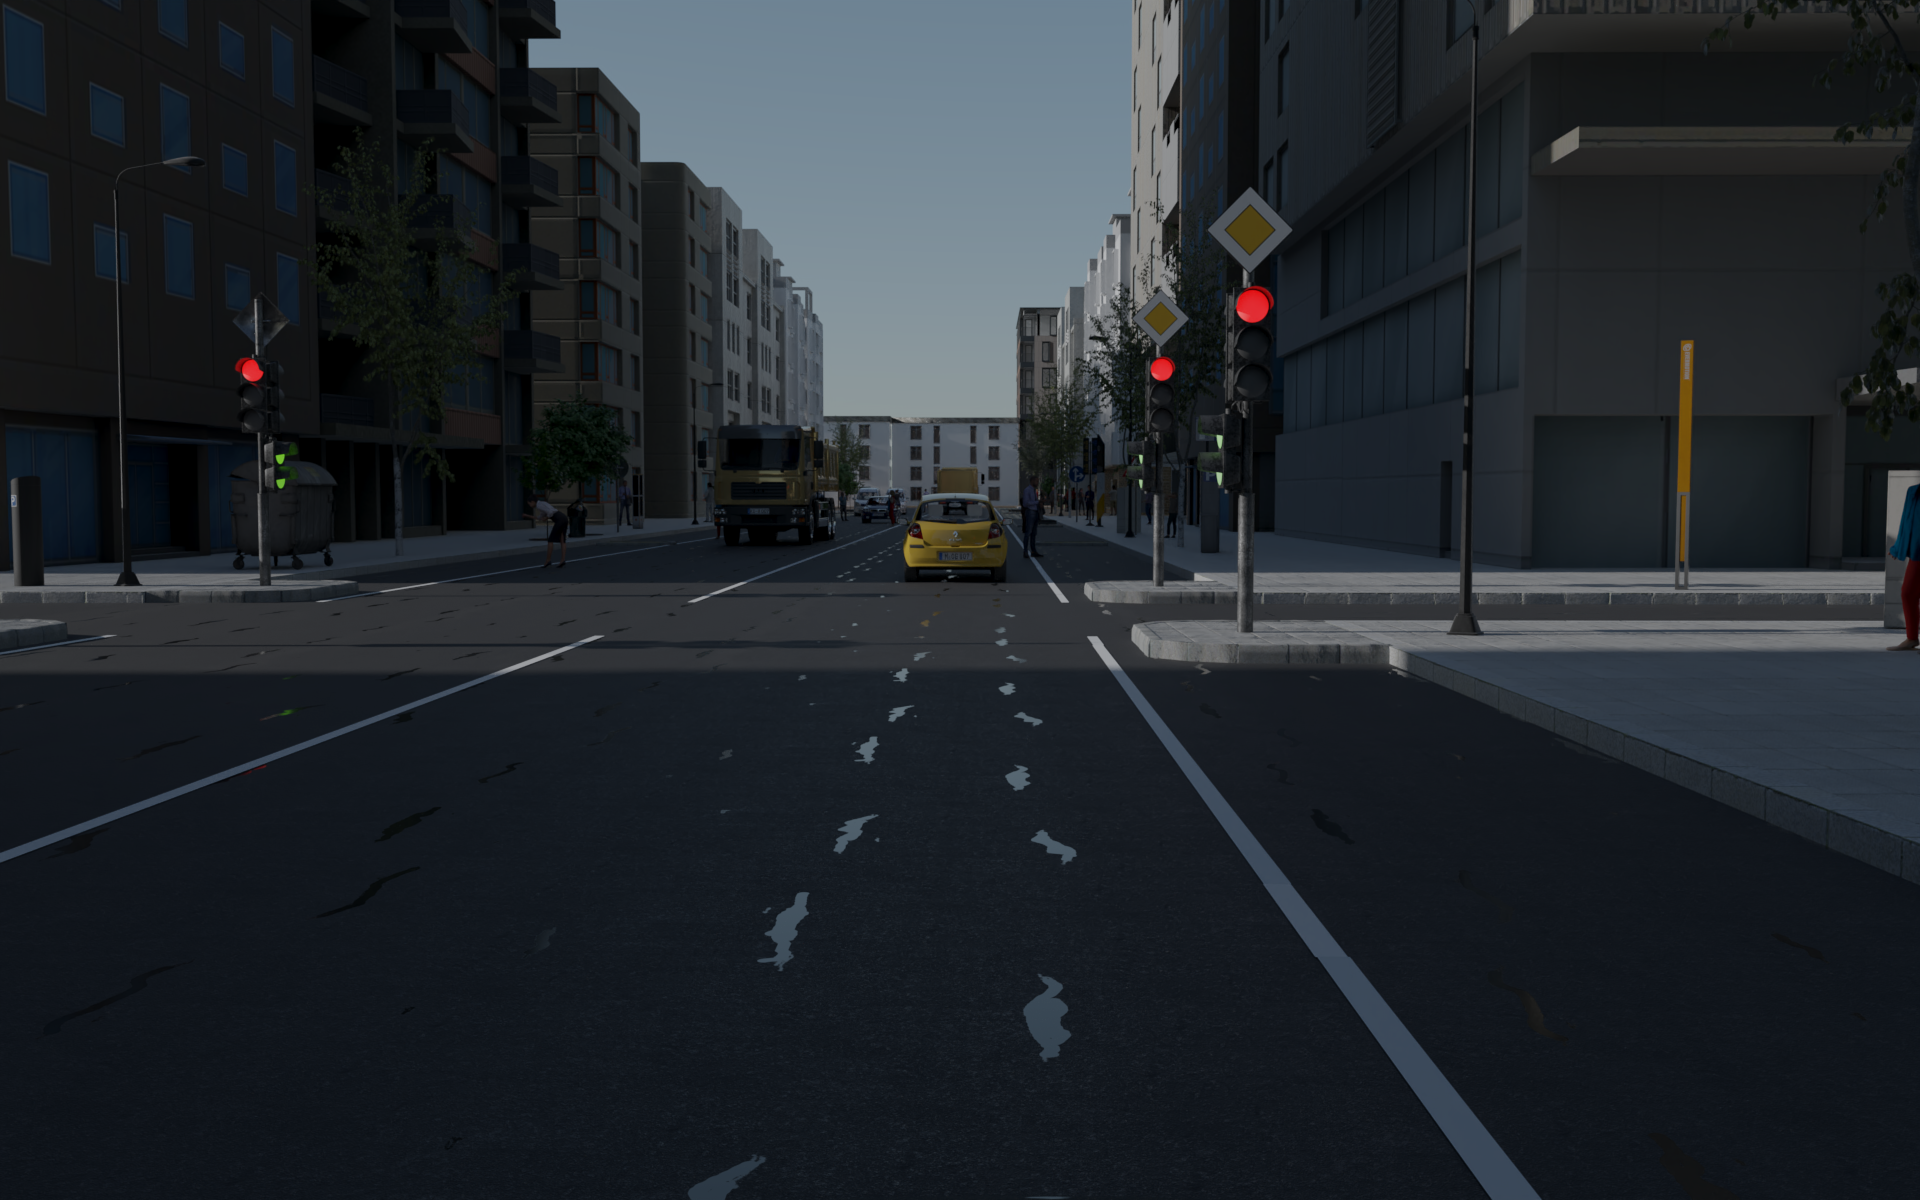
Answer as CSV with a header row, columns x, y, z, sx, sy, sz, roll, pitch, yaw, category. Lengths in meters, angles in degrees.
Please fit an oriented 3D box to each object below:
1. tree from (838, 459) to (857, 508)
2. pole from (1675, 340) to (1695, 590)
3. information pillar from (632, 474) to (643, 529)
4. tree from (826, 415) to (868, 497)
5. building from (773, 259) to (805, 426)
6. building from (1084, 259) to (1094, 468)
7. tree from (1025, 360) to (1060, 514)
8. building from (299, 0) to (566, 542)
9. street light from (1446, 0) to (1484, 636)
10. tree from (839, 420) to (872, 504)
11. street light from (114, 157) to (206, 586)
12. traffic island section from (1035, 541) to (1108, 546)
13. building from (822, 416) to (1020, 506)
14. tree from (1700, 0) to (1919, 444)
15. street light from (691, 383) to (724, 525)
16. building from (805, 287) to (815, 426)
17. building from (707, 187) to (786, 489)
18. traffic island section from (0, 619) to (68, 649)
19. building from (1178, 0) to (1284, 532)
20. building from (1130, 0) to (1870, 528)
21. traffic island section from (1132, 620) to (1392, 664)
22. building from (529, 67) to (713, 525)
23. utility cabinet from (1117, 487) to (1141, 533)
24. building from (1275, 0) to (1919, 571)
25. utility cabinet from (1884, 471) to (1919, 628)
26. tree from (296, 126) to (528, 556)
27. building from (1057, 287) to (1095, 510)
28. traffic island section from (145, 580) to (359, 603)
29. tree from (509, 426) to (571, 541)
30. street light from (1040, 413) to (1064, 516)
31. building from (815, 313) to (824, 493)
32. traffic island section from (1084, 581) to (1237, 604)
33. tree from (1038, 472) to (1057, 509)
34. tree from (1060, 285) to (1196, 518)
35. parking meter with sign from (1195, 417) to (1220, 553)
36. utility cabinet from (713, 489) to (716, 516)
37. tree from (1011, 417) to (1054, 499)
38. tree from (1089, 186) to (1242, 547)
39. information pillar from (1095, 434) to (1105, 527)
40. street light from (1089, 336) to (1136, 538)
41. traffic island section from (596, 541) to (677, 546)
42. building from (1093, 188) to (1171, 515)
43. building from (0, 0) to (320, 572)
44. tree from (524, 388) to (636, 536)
x,y,z,sx,sy,sz,roll,pitch,yaw,category
-10.850,-10.474,154.968,4.285,4.588,4.351,0,3,0,tree
9.680,-1.791,23.128,0.158,3.312,0.155,0,3,0,pole
-11.874,-3.627,63.801,0.304,2.012,0.304,1,4,17,information pillar
-10.704,-12.878,160.922,4.737,8.622,4.395,0,3,0,tree
-21.098,-17.176,137.241,16.016,20.091,11.380,0,4,1,building
16.930,-16.286,122.702,16.016,20.091,11.380,0,4,1,building
5.663,-8.715,92.844,4.737,8.622,4.395,0,3,0,tree
-25.594,-24.502,55.234,22.147,44.769,28.867,0,4,1,building
4.079,-2.638,15.672,1.470,5.913,1.316,0,4,1,street light
-10.554,-13.592,172.587,4.360,8.622,3.978,0,3,0,tree
-11.093,-3.149,24.025,1.470,5.913,1.316,0,4,1,street light
3.116,-1.582,48.737,1.991,0.108,1.994,0,4,1,traffic island section
-7.498,-15.186,190.434,28.070,9.664,9.099,0,4,1,building
5.250,-3.559,8.549,4.360,8.622,3.978,0,3,0,tree
-10.546,-6.104,72.334,1.470,5.913,1.316,0,4,1,street light
-21.244,-17.871,148.603,16.016,20.091,11.380,0,4,1,building
-21.839,-15.252,115.824,16.747,18.905,31.486,0,4,1,building
-9.850,0.368,16.266,2.009,0.180,2.903,0,4,1,traffic island section
15.876,-25.305,63.842,14.600,45.320,14.200,0,4,1,building
22.886,-30.281,84.330,28.713,52.752,27.495,0,4,1,building
2.670,0.379,16.090,2.009,0.180,2.903,0,4,1,traffic island section
-28.243,-14.682,85.097,27.650,21.520,28.899,0,4,1,building
5.467,-2.901,56.117,0.318,1.500,1.173,2,4,32,utility cabinet
21.932,-27.491,38.720,27.495,52.752,28.713,0,4,1,building
9.370,-0.465,16.280,1.173,1.500,0.318,2,4,28,utility cabinet
-11.380,-5.214,35.620,4.737,8.622,4.395,0,3,0,tree
17.811,-17.719,156.166,16.747,18.905,31.486,0,4,1,building
-9.740,-0.120,24.250,2.009,0.180,2.903,0,4,1,traffic island section
-11.352,-3.262,47.932,1.663,3.219,1.824,0,3,0,tree
5.250,-7.739,99.080,1.470,5.913,1.316,0,4,1,street light
-19.021,-18.861,164.801,11.380,20.091,16.016,0,4,1,building
2.780,-0.110,24.074,2.009,0.180,2.903,0,4,1,traffic island section
7.689,-9.467,149.393,1.663,3.219,1.824,0,3,0,tree
6.235,-6.795,61.453,4.737,8.622,4.395,0,3,0,tree
5.506,-2.573,38.323,0.543,3.016,1.738,0,4,5,parking meter with sign
-11.006,-4.452,81.466,1.173,1.500,0.318,1,4,16,utility cabinet
6.990,-13.160,165.528,4.360,8.622,3.978,0,3,0,tree
5.311,-5.605,42.003,4.360,8.622,3.978,0,3,0,tree
5.480,-4.658,67.506,0.183,3.616,0.504,-2,4,-25,information pillar
4.477,-4.797,50.979,1.470,5.913,1.316,0,4,1,street light
-9.074,-1.592,48.894,1.991,0.108,1.994,0,4,1,traffic island section
17.154,-15.591,111.339,16.016,20.091,11.380,0,4,1,building
-22.352,-23.440,33.351,14.600,45.320,14.200,0,4,1,building
-11.779,-4.276,53.634,4.285,4.588,4.351,0,3,0,tree
